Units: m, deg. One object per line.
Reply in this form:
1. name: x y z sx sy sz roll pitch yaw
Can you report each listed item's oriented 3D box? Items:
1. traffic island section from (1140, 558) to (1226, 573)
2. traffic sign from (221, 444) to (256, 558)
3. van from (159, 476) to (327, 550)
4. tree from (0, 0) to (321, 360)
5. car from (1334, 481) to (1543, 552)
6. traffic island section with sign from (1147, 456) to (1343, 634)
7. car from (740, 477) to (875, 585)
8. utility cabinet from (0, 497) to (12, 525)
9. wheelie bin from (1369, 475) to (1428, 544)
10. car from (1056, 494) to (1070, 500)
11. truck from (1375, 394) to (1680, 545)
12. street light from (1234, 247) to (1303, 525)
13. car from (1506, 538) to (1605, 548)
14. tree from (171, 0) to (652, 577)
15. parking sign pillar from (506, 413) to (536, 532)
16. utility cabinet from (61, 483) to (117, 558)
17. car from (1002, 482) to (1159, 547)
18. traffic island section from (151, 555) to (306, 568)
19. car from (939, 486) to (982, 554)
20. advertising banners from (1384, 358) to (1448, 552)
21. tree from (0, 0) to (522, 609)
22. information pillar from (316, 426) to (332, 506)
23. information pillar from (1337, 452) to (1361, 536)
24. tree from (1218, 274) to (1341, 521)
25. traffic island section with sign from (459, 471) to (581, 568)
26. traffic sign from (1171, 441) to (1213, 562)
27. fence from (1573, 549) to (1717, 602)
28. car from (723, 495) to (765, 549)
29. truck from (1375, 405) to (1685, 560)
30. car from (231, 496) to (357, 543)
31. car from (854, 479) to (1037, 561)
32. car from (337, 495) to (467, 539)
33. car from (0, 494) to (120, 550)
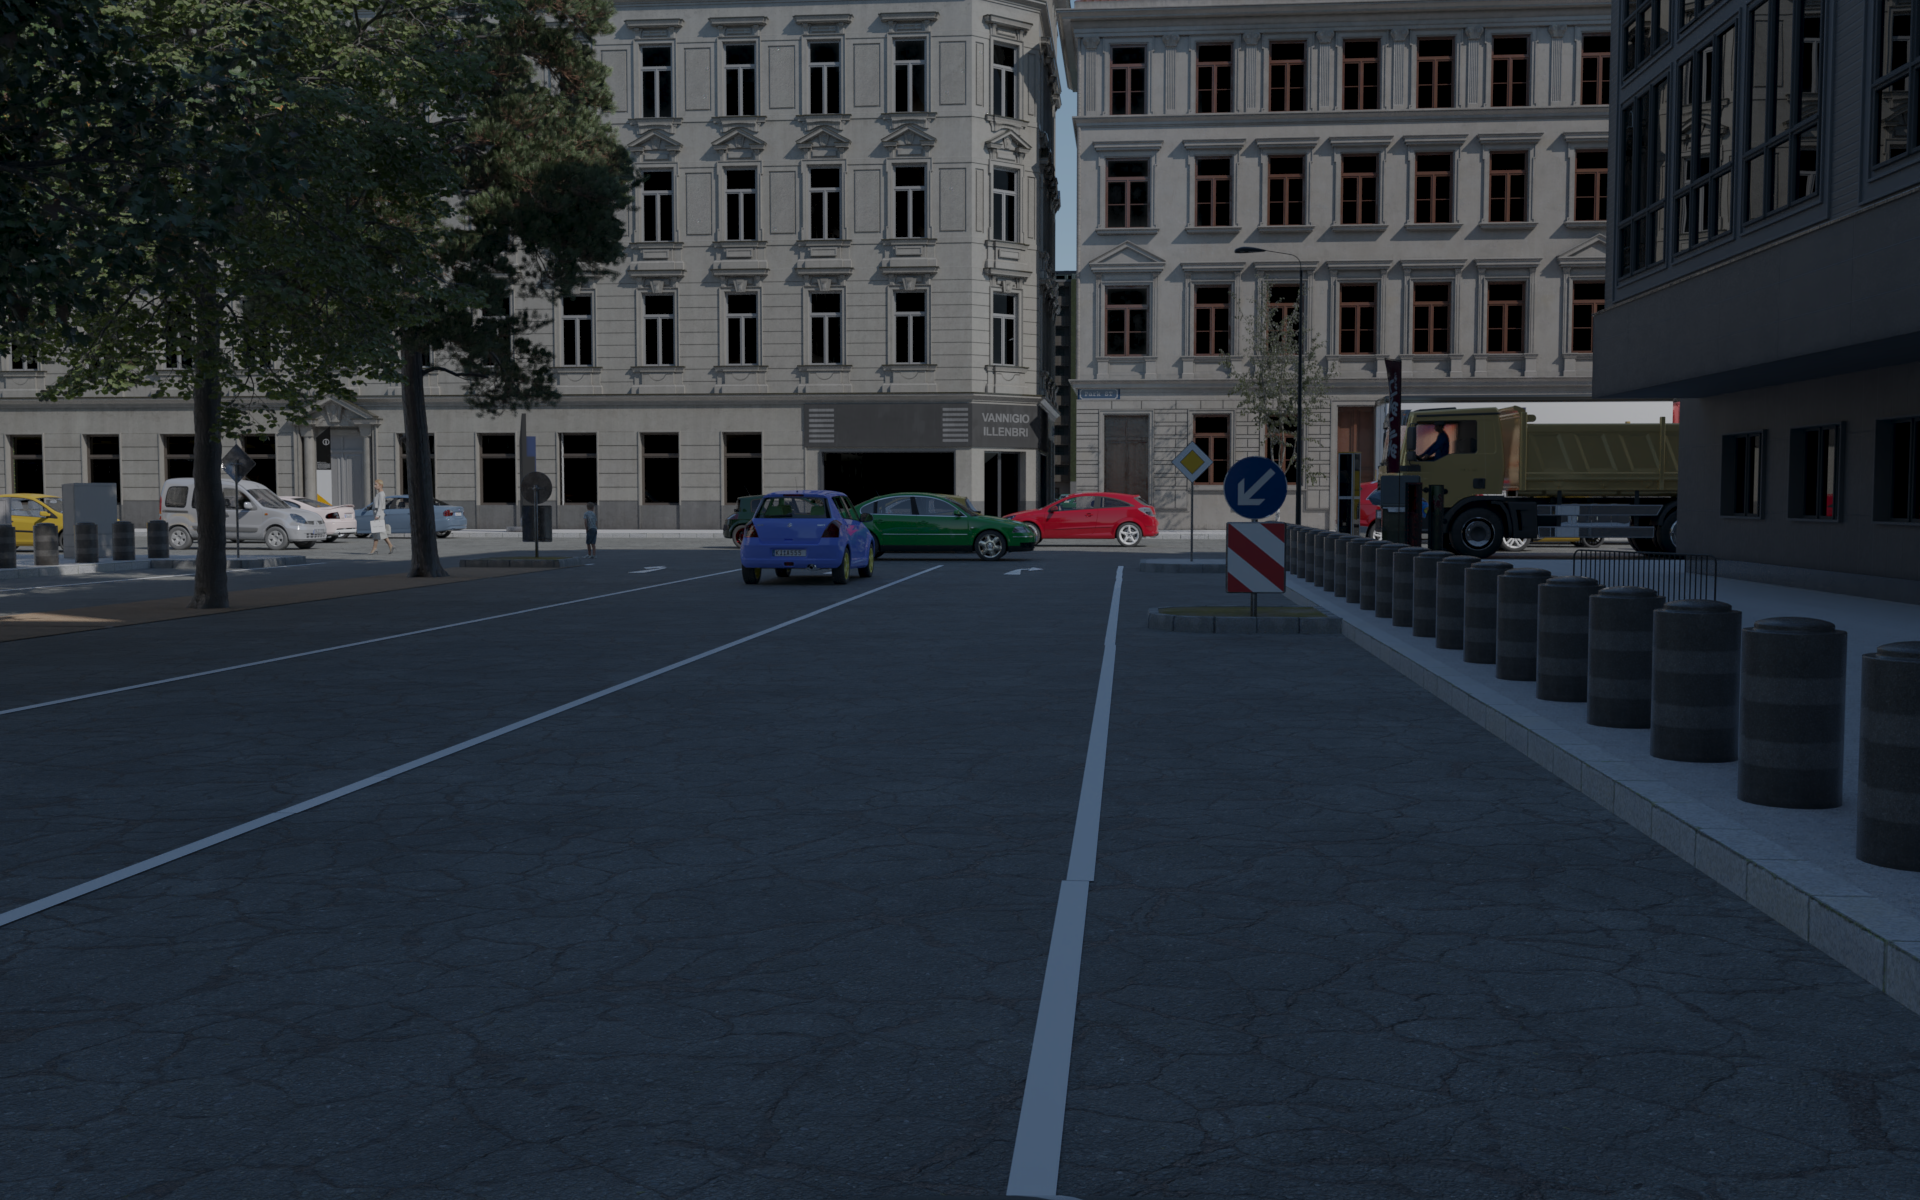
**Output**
1. traffic island section: 4.425 -0.652 32.945 2.009 0.180 2.903 0 4 6
2. traffic sign: -14.500 -1.902 34.743 0.795 2.450 0.064 0 4 6
3. van: -18.617 -2.325 45.021 4.112 2.044 2.013 0 4 7
4. tree: -10.524 -5.732 13.188 9.611 12.733 9.660 0 3 0
5. car: 12.236 -2.163 44.034 5.304 1.827 2.281 0 4 8
6. traffic island section with sign: 3.041 -0.622 18.795 1.989 1.847 2.006 0 4 6
7. car: -2.467 -1.175 28.796 1.945 1.707 3.694 0 4 6
8. utility cabinet: -19.414 -1.420 34.373 1.020 1.237 0.306 0 4 -8
9. wheelie bin: 7.370 -1.298 29.130 0.980 1.594 0.693 1 4 13
10. car: 8.989 -8.083 143.959 2.131 1.459 4.920 0 4 6
11. truck: 17.767 -3.720 49.732 11.283 4.237 2.839 0 4 7
12. street light: 5.848 -3.675 32.620 1.470 5.913 1.316 0 4 6
13. car: 15.580 -2.252 47.039 3.980 1.641 2.015 0 4 7
14. tree: -9.398 -7.328 29.690 7.806 13.903 7.818 0 3 0
15. parking sign pillar: -14.624 -4.285 58.538 1.447 3.967 1.447 -1 4 -18
16. utility cabinet: -17.405 -1.588 34.642 0.318 1.500 1.173 1 4 14
17. car: 3.220 -2.360 47.632 4.494 1.783 2.155 0 4 7
18. traffic island section: -14.524 -0.766 34.807 2.009 0.180 2.903 0 4 6
19. car: -1.287 -1.979 42.574 3.980 1.641 2.015 0 4 5
20. advertising banners: 6.083 -1.649 23.145 0.090 3.025 2.074 3 4 38
21. tree: -9.453 -6.188 21.761 7.486 12.596 7.792 0 3 0
22. information pillar: -21.842 -4.170 59.529 0.504 3.616 0.183 -1 4 -21
23. information pillar: 6.787 -1.574 30.234 0.304 2.012 0.304 3 4 37
24. tree: 10.584 -6.549 57.445 4.360 8.622 3.978 0 3 0
25. traffic island section with sign: -8.634 -1.610 34.465 2.006 1.907 1.989 0 4 6
26. traffic sign: 4.401 -1.788 32.870 0.795 2.450 0.064 0 4 6
27. fence: 7.078 -0.161 18.002 0.278 0.683 2.069 -1 4 -22
28. car: -4.167 -2.201 45.780 4.222 1.686 2.009 0 4 7
29. truck: 13.604 -2.641 39.113 9.791 3.379 3.469 0 4 4
30. car: -20.299 -2.369 51.103 4.827 1.381 2.083 0 4 4
31. car: -0.669 -1.773 37.789 4.718 1.807 1.959 0 4 4
32. car: -18.358 -2.708 56.279 4.499 1.417 2.014 0 4 6
33. car: -22.788 -2.007 43.041 3.980 1.641 2.015 0 4 4
